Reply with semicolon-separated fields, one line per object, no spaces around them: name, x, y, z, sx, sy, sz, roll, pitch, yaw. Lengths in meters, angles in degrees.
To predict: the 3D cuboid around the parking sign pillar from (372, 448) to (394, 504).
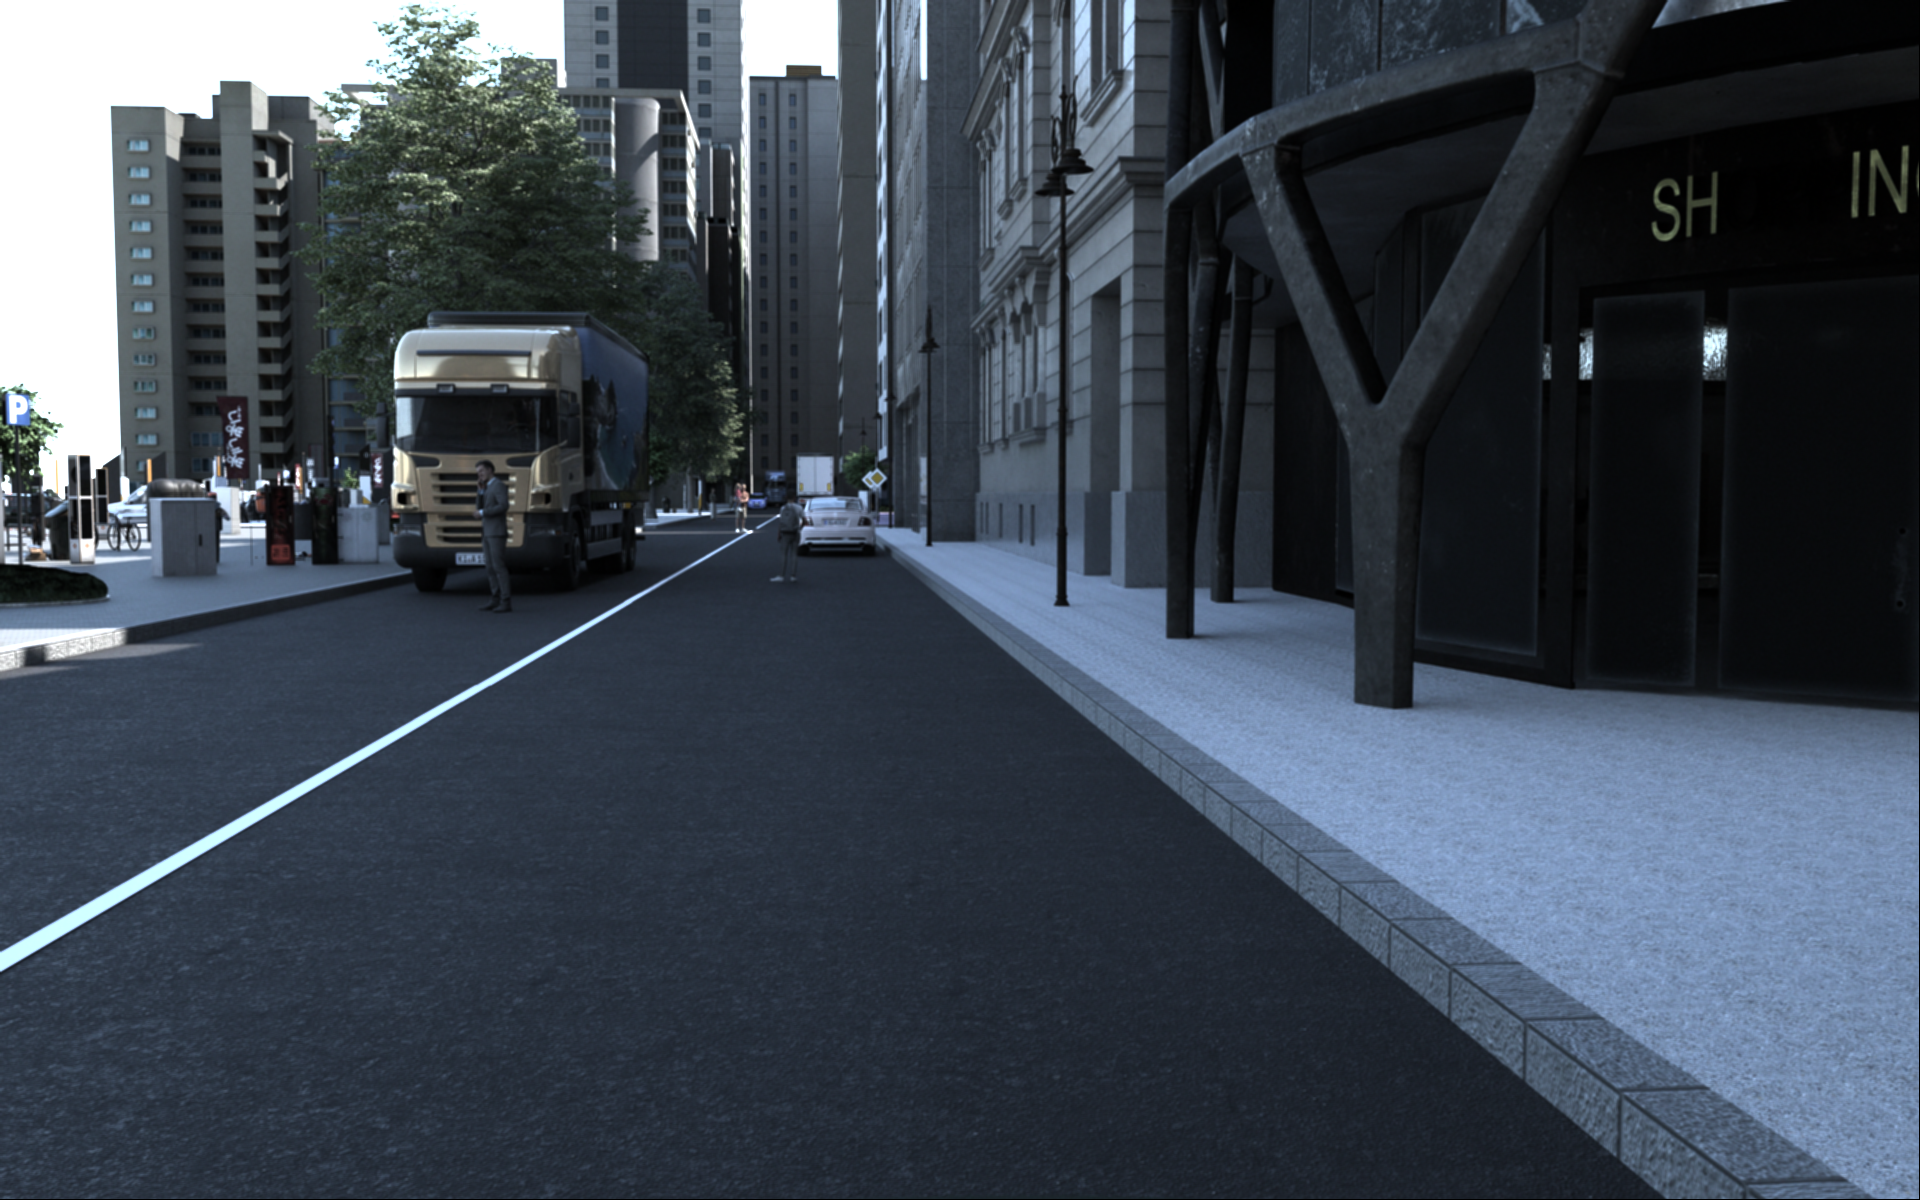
parking sign pillar;-32.306;-6.661;97.382;1.447;3.967;1.447;0;4;-3

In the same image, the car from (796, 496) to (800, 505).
car;-14.246;-9.072;160.332;2.014;1.417;4.499;0;4;-5

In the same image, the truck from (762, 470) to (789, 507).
truck;-21.559;-13.055;203.199;2.967;4.110;18.799;0;4;-5

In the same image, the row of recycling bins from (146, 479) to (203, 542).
row of recycling bins;-21.697;-2.502;48.020;1.069;1.692;3.534;-1;4;-12

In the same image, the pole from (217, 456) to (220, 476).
pole;-40.052;-6.099;93.567;0.158;3.312;0.155;0;3;0

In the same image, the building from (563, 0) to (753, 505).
building;-36.356;-47.308;211.736;20.611;71.187;20.563;0;4;-5

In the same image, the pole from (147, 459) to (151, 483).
pole;-47.360;-6.568;101.224;0.158;3.312;0.155;0;3;0

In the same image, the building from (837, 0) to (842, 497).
building;1.311;-31.250;134.643;21.300;48.544;21.600;0;4;-5

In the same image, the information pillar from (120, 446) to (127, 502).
information pillar;-40.839;-5.703;84.597;0.504;3.616;0.183;3;5;40

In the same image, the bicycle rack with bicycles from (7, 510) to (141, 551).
bicycle rack with bicycles;-20.228;-1.581;39.228;2.852;0.926;2.925;-3;5;-44

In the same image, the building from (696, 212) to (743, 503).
building;-29.862;-24.897;178.769;14.160;30.474;14.107;0;4;-5

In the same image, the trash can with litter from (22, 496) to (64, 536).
trash can with litter;-28.272;-2.594;53.470;1.678;1.210;2.233;1;4;20

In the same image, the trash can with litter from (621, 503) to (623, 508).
trash can with litter;-23.342;-6.566;118.409;1.678;1.210;2.233;2;4;25

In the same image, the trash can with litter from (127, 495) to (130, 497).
trash can with litter;-63.544;-7.419;132.359;2.233;1.210;1.678;3;5;39

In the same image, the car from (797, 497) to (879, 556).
car;-2.986;-1.791;41.647;2.083;1.381;4.827;0;4;-4

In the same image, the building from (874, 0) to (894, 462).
building;3.308;-18.843;79.790;14.107;30.474;14.160;0;4;-5

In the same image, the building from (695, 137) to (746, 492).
building;-31.341;-31.132;192.599;14.154;41.232;14.086;0;4;-5

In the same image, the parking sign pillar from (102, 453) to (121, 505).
parking sign pillar;-53.845;-7.446;110.218;1.447;3.967;1.447;0;4;-3

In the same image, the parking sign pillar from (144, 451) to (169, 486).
parking sign pillar;-49.862;-7.280;107.503;1.447;3.967;1.447;-1;4;-8

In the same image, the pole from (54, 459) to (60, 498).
pole;-52.378;-6.522;100.479;0.158;3.312;0.155;0;3;0

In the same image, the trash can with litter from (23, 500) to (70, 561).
trash can with litter;-17.520;-1.347;33.408;0.624;1.170;1.055;3;4;38

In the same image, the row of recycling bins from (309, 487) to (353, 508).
row of recycling bins;-36.853;-5.792;101.814;3.534;1.692;1.069;2;4;29

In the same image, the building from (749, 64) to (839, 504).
building;-30.988;-42.708;240.273;28.212;58.520;21.231;0;4;-5

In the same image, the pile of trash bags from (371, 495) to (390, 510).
pile of trash bags;-30.384;-4.946;90.623;3.447;1.369;1.912;3;4;36

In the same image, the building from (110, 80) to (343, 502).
building;-86.084;-35.697;207.340;21.600;48.544;21.300;0;4;-5

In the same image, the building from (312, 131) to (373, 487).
building;-60.881;-33.899;208.868;28.867;44.769;22.147;0;4;-5

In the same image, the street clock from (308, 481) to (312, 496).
street clock;-36.688;-5.722;98.120;0.471;2.002;0.358;-1;4;-17

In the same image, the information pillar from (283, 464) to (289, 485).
information pillar;-52.688;-8.812;135.432;0.504;3.616;0.183;2;4;31

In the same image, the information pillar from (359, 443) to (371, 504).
information pillar;-27.233;-5.381;79.340;0.504;3.616;0.183;-1;4;-14

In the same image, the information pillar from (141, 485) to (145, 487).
information pillar;-65.493;-8.226;138.981;0.304;2.012;0.304;2;4;33

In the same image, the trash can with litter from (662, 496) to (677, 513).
trash can with litter;-19.484;-6.423;116.397;1.055;1.170;0.624;-1;4;-10

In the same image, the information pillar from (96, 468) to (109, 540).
information pillar;-24.147;-2.706;48.731;0.304;2.012;0.304;-2;4;-32

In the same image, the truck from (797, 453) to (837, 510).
truck;-10.302;-8.282;124.331;2.839;4.237;11.283;0;4;-4

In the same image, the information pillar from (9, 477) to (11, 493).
information pillar;-74.056;-8.794;135.139;0.504;3.616;0.183;2;4;33

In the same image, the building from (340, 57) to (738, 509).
building;-36.967;-28.550;158.667;32.217;40.220;23.993;0;4;-5

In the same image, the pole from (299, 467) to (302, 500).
pole;-50.027;-8.416;131.438;0.158;3.312;0.155;0;3;0

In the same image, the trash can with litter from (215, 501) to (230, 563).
trash can with litter;-13.996;-1.252;31.862;0.624;1.170;1.055;1;4;14

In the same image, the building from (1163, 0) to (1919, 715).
building;9.991;-9.000;14.595;16.820;18.784;16.811;0;4;-5

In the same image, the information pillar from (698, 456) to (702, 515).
information pillar;-15.895;-7.004;105.877;0.183;3.616;0.504;-1;4;-19

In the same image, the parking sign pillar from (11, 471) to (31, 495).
parking sign pillar;-71.211;-8.739;131.358;1.447;3.967;1.447;-1;4;-21

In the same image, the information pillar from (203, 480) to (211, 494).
information pillar;-39.685;-5.309;91.292;0.304;2.012;0.304;-3;5;-44

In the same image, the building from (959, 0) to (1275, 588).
building;7.521;-15.102;34.306;14.401;28.519;23.554;0;4;-5

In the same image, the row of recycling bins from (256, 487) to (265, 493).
row of recycling bins;-38.225;-5.410;95.561;1.069;1.692;3.534;-2;4;-26

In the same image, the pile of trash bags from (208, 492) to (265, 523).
pile of trash bags;-34.595;-4.522;83.680;3.447;1.369;1.912;-3;4;-36

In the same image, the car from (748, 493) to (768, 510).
car;-18.824;-9.253;160.874;1.945;1.707;3.694;0;4;-5

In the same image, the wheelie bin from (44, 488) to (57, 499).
wheelie bin;-48.827;-5.194;92.828;0.693;1.594;0.980;0;4;4

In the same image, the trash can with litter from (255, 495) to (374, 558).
trash can with litter;-13.052;-1.482;35.292;2.233;1.210;1.678;0;4;-5

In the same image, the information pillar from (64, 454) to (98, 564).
information pillar;-16.107;-1.666;31.729;0.304;2.012;0.304;2;4;27

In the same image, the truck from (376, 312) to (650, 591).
truck;-7.073;-2.451;28.992;2.839;4.237;11.283;0;4;-4

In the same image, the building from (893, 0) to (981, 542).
building;4.277;-14.556;56.005;12.078;24.808;19.932;0;4;-5

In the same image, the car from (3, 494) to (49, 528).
car;-36.354;-3.527;67.461;4.222;1.686;2.009;0;4;-6

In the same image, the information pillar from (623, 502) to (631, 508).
information pillar;-14.727;-5.212;76.575;0.183;3.616;0.504;2;4;23
